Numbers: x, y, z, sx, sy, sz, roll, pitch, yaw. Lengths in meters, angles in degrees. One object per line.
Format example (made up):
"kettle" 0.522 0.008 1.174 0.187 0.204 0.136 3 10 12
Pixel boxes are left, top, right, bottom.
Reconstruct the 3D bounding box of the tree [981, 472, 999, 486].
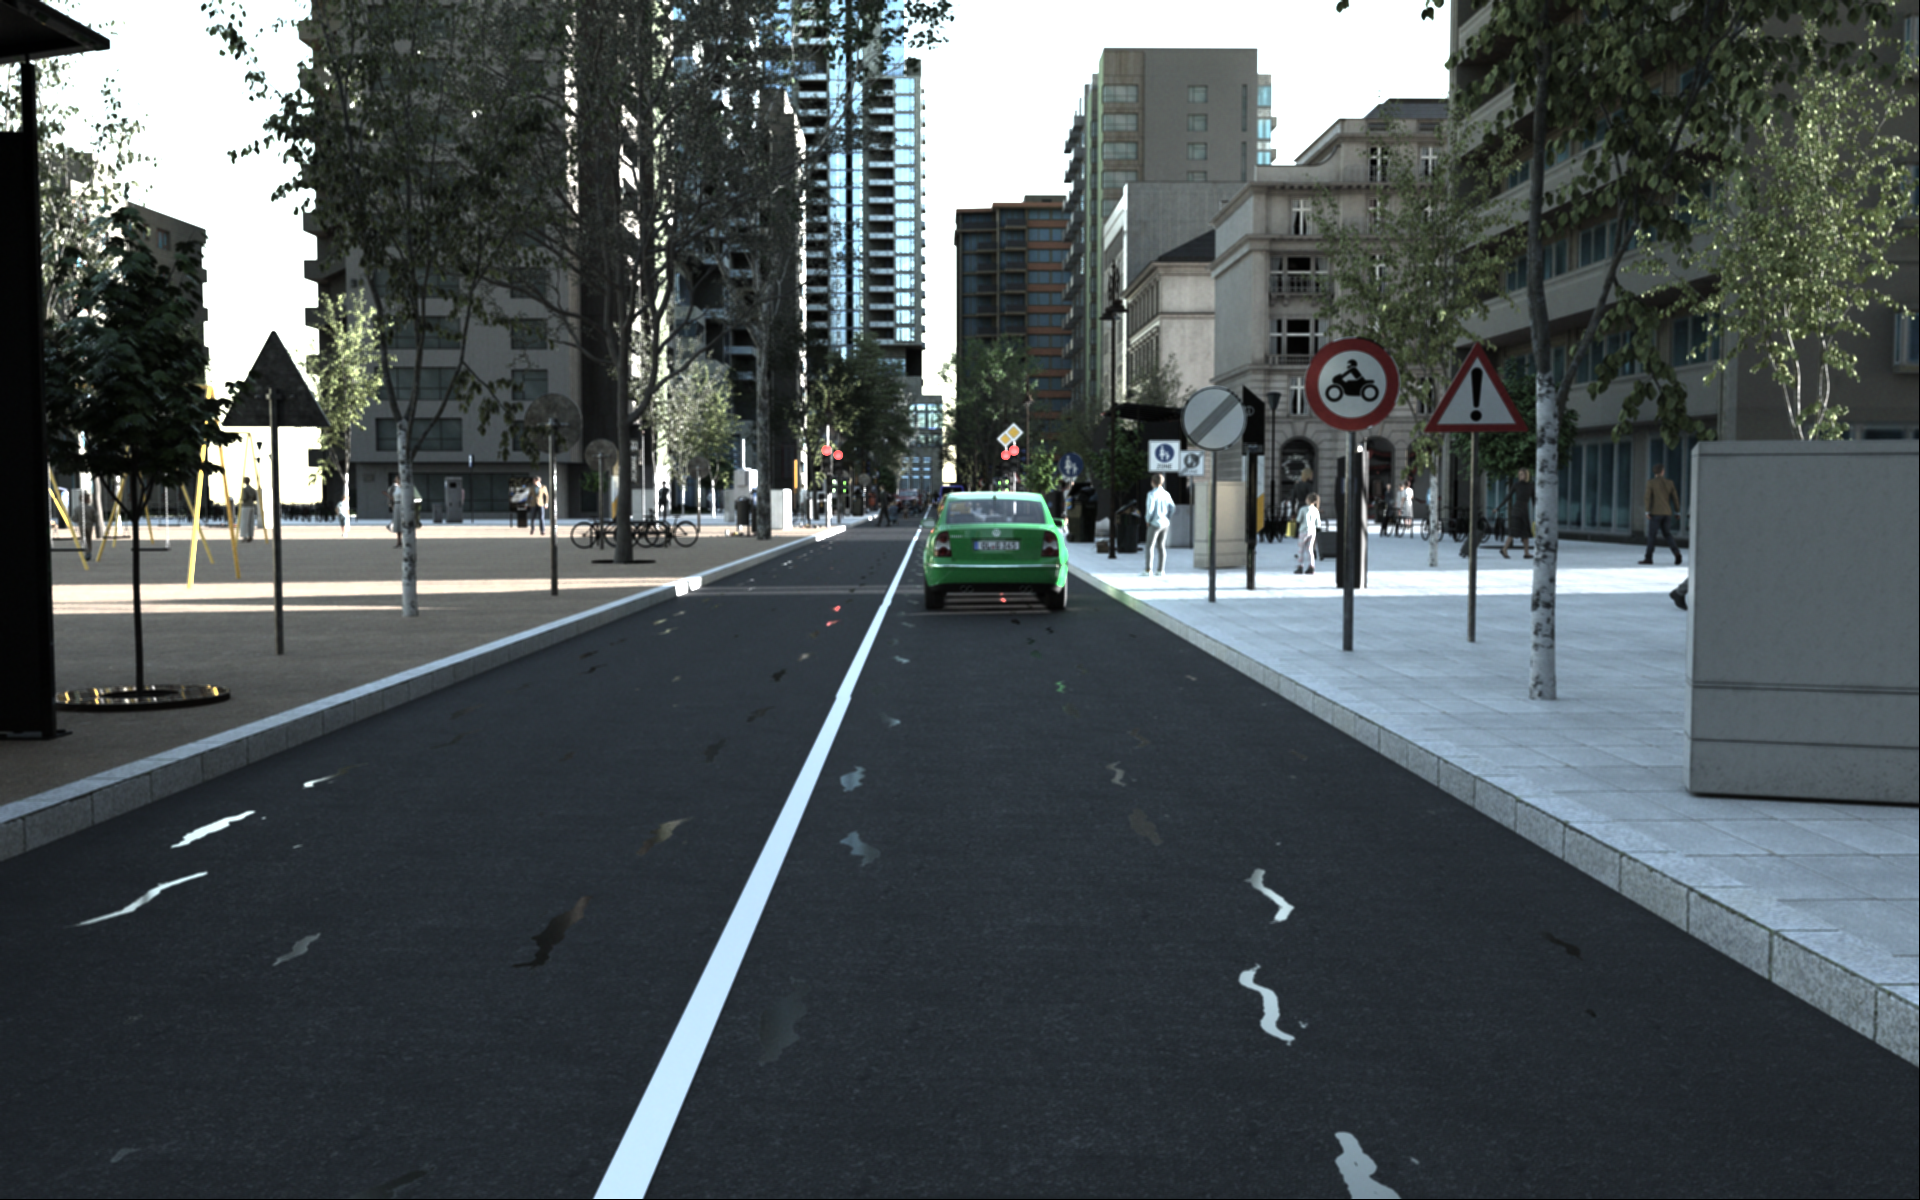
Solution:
"tree" 2.747 -9.568 151.045 1.663 3.219 1.824 0 3 0

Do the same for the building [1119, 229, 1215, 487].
"building" 17.461 -15.724 121.712 10.561 19.102 19.286 0 4 -1

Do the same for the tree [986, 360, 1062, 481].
"tree" 3.240 -8.789 94.061 4.360 8.622 3.978 0 3 0

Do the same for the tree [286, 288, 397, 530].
"tree" -22.036 -6.787 61.335 4.737 8.622 4.395 0 3 0

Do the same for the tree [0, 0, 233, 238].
"tree" -10.719 -4.204 19.097 4.360 8.622 3.978 0 3 0

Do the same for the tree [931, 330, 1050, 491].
"tree" 1.919 -11.337 111.107 9.928 11.665 9.643 0 3 0

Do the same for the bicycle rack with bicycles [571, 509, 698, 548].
"bicycle rack with bicycles" -7.829 -1.753 42.041 2.925 0.926 2.852 0 4 -6

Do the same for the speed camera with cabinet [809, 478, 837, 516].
"speed camera with cabinet" -7.952 -6.500 100.612 0.660 3.252 2.038 2 4 30

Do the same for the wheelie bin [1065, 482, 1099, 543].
"wheelie bin" 3.267 -2.328 45.972 0.980 1.594 0.693 -3 5 -41

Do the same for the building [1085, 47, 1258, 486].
"building" 19.708 -29.291 162.509 14.154 41.232 14.086 0 4 -1

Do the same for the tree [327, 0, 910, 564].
"tree" -6.128 -7.434 31.916 12.009 13.543 11.850 0 3 0

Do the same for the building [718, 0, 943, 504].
"building" -18.073 -57.632 254.958 31.000 86.520 22.319 0 4 -1

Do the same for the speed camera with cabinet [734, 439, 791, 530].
"speed camera with cabinet" -7.130 -4.170 62.511 2.038 3.252 0.660 1 4 21

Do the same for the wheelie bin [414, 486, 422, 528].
"wheelie bin" -20.630 -3.482 64.831 0.693 1.594 0.980 1 4 22

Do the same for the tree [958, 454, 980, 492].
"tree" 1.174 -16.859 226.010 4.737 8.622 4.395 0 3 0

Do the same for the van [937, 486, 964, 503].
"van" -0.595 -7.493 126.895 2.240 2.365 5.245 0 4 -1

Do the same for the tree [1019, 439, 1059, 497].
"tree" 2.977 -4.037 60.604 1.663 3.219 1.824 0 3 0

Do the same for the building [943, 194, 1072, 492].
"building" 11.870 -36.768 255.772 28.867 44.769 22.147 0 4 -1

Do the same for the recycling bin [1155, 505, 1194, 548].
"recycling bin" 5.146 -1.769 41.476 0.722 1.027 0.722 -2 4 -26

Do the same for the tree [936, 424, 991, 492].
"tree" 0.491 -15.994 195.918 7.601 10.594 8.767 -3 5 -41

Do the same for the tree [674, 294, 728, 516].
"tree" -10.854 -6.883 62.891 4.360 8.622 3.978 0 3 0

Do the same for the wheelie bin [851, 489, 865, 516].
"wheelie bin" -5.851 -5.617 99.747 0.693 1.594 0.980 1 4 10

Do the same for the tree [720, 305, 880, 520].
"tree" -7.326 -9.233 85.373 7.601 10.594 8.767 3 5 40

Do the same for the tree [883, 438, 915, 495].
"tree" -7.632 -15.993 211.847 4.360 8.622 3.978 0 3 0

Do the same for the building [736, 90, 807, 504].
"building" -29.532 -35.527 204.569 21.600 48.544 21.300 0 4 -1

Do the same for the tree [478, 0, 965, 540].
"tree" -7.003 -11.769 48.306 12.611 20.169 13.585 0 3 0

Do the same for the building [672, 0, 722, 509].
"building" -29.572 -52.086 164.275 22.319 86.520 31.000 0 4 -1

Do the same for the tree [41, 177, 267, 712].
"tree" -5.004 -0.986 10.718 1.663 3.219 1.824 0 3 0

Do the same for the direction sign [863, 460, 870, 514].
"direction sign" -6.174 -7.462 113.995 0.379 3.537 0.876 2 4 32

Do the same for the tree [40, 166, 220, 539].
"tree" -25.058 -7.054 49.745 7.601 10.594 8.767 1 4 23

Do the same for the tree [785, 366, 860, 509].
"tree" -7.446 -8.900 95.880 4.737 8.622 4.395 0 3 0

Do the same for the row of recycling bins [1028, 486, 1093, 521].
"row of recycling bins" 4.518 -4.278 77.066 3.534 1.692 1.069 3 4 37

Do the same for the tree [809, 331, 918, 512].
"tree" -6.768 -12.372 120.401 7.486 12.596 7.792 0 3 0

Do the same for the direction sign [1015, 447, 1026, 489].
"direction sign" 2.787 -5.560 82.907 0.876 3.537 0.379 2 4 34

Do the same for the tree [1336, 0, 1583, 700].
"tree" 3.849 -3.676 10.459 4.737 8.622 4.395 0 3 0

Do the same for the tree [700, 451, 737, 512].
"tree" -17.909 -8.732 126.481 4.285 4.588 4.351 0 3 0

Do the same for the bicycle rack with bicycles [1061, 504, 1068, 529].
"bicycle rack with bicycles" 4.716 -3.043 63.134 2.852 0.926 2.925 3 4 36

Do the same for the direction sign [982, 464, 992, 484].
"direction sign" 2.087 -8.518 131.267 0.876 3.537 0.379 2 4 29

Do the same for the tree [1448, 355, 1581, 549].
"tree" 13.099 -3.506 41.030 4.285 4.588 4.351 0 3 0

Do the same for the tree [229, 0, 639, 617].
"tree" -5.648 -4.122 17.751 4.360 8.622 3.978 0 3 0

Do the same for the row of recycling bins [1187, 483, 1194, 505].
"row of recycling bins" 8.584 -3.615 66.221 3.534 1.692 1.069 -1 4 -19

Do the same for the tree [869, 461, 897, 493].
"tree" -8.427 -12.589 189.536 4.285 4.588 4.351 0 3 0

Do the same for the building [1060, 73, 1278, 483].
"building" 23.495 -35.513 200.240 23.786 49.044 30.456 0 4 -1

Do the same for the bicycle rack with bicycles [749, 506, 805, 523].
"bicycle rack with bicycles" -8.217 -3.858 76.453 2.925 0.926 2.852 -2 4 -25

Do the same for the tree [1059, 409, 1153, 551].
"tree" 3.564 -2.749 39.544 1.663 3.219 1.824 0 3 0

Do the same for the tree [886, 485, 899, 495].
"tree" -7.796 -12.471 198.508 1.663 3.219 1.824 0 3 0
